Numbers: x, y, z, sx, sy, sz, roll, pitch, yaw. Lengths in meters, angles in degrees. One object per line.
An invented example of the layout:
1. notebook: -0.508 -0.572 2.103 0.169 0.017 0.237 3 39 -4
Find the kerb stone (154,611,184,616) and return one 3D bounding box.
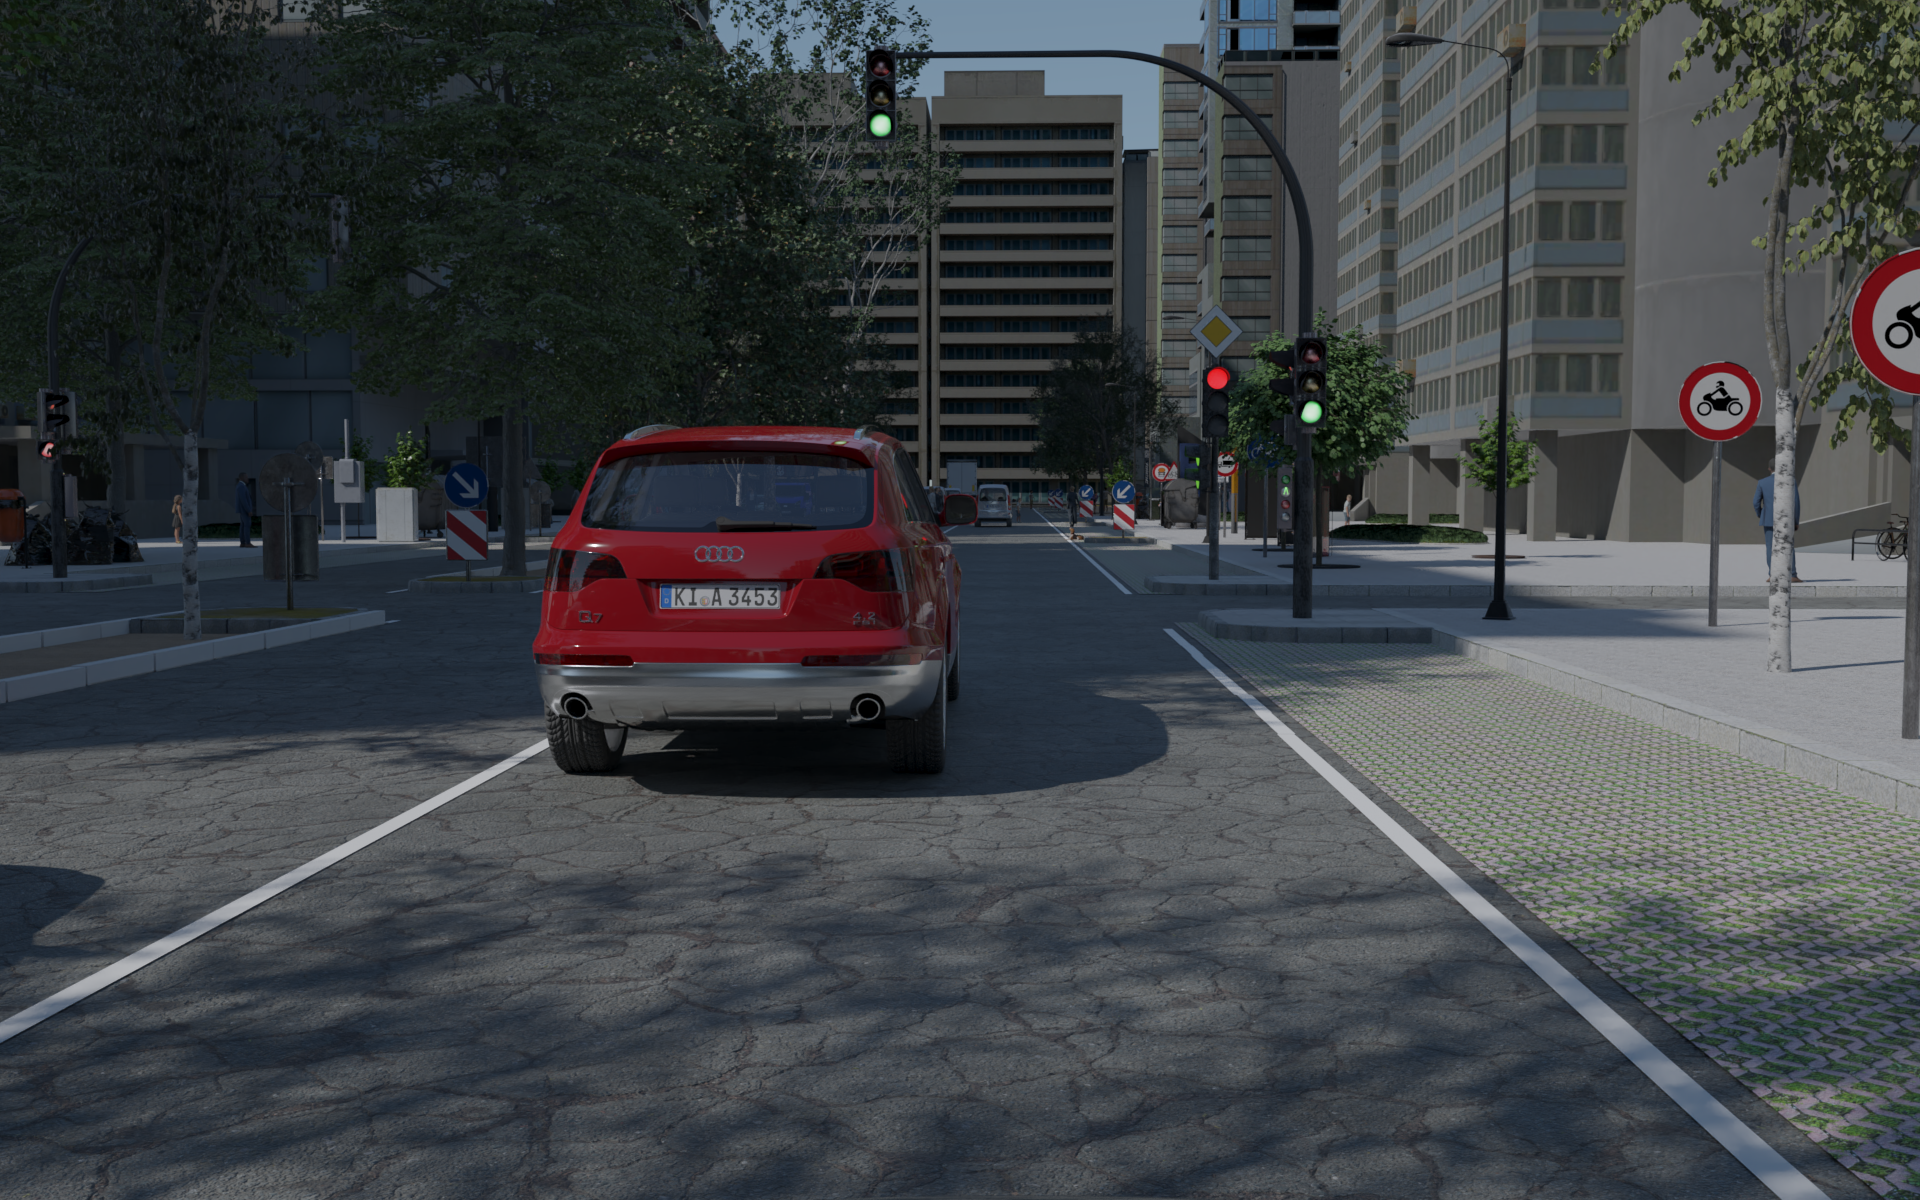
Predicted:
1. kerb stone: -8.501 0.216 18.668 0.120 0.150 1.000 0 4 2

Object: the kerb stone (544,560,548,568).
1. kerb stone: -8.013 -0.693 33.534 0.120 0.150 1.000 0 4 2

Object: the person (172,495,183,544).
1. person: -20.150 -2.080 44.724 0.373 1.253 0.362 -2 4 -32

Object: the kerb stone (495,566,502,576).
1. kerb stone: -8.112 -0.506 30.461 0.120 0.150 1.000 0 4 2

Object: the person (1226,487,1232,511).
1. person: 16.282 -6.005 104.897 0.621 1.740 0.551 2 4 24

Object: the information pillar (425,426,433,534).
1. information pillar: -17.181 -3.953 55.979 0.183 3.616 0.504 0 4 -8

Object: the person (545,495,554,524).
1. person: -17.530 -3.887 73.873 0.475 1.303 0.640 1 4 10

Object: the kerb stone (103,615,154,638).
1. kerb stone: -8.539 0.279 17.635 0.120 0.150 1.000 0 4 2

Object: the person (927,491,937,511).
1. person: -1.237 -4.095 76.207 0.466 1.731 0.760 0 4 5

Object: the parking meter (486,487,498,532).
1. parking meter: -15.954 -3.099 59.082 0.372 1.533 0.369 0 3 0

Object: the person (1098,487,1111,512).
1. person: 10.667 -7.407 127.152 1.348 1.824 0.705 -1 4 -23

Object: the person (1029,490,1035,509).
1. person: 6.794 -9.523 164.205 0.705 1.824 1.348 1 4 22

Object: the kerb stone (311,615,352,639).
1. kerb stone: -6.439 0.284 17.556 0.120 0.150 1.000 0 4 2

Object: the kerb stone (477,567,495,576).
1. kerb stone: -8.153 -0.443 29.439 0.120 0.150 1.000 0 4 2

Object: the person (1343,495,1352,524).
1. person: 13.902 -3.138 62.041 0.332 1.250 0.352 -2 4 -28

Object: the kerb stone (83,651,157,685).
1. kerb stone: -6.571 0.536 13.456 0.120 0.150 1.000 0 4 2

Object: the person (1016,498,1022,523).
1. person: 2.941 -4.466 86.199 0.332 1.250 0.352 -2 4 -32

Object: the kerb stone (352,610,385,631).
1. kerb stone: -6.409 0.221 18.581 0.120 0.150 1.000 0 4 2

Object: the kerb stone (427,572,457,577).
1. kerb stone: -8.218 -0.318 27.396 0.120 0.150 1.000 0 4 2

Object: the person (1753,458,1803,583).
1. person: 11.837 -1.149 25.016 0.721 1.800 0.419 1 4 18

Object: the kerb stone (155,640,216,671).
1. kerb stone: -6.532 0.472 14.477 0.120 0.150 1.000 0 4 2

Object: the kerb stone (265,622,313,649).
1. kerb stone: -6.465 0.347 16.528 0.120 0.150 1.000 0 4 2

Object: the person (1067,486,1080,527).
1. person: 4.917 -4.059 75.288 0.576 1.772 0.534 -1 4 -20

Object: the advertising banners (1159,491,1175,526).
1. advertising banners: 8.893 -4.460 69.115 2.074 3.025 0.090 -1 4 -19

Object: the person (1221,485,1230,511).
1. person: 15.130 -5.659 98.910 0.623 1.781 0.721 2 4 27

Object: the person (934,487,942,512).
1. person: -1.192 -4.642 84.811 0.534 1.772 0.576 1 4 18

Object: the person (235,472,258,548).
1. person: -17.155 -2.159 41.518 0.419 1.800 0.721 -3 4 -36

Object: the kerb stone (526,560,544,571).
1. kerb stone: -8.045 -0.631 32.509 0.120 0.150 1.000 0 4 2

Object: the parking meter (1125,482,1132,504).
1. parking meter: 7.269 -4.259 75.337 0.399 1.863 0.255 -2 4 -27

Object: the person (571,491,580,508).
1. person: -21.805 -5.671 98.885 0.709 1.813 0.853 -3 4 -36

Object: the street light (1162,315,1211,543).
1. street light: 5.949 -4.439 45.118 1.470 5.913 1.316 0 4 2

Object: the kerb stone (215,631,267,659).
1. kerb stone: -6.505 0.410 15.500 0.120 0.150 1.000 0 4 2

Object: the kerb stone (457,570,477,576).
1. kerb stone: -8.182 -0.381 28.417 0.120 0.150 1.000 0 4 2

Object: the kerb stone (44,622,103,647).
1. kerb stone: -8.567 0.341 16.613 0.120 0.150 1.000 0 4 2

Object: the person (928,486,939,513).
1. person: -1.223 -4.062 75.260 0.624 1.780 0.694 2 4 34

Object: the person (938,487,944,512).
1. person: -1.119 -5.176 93.231 0.767 1.812 0.694 3 5 45

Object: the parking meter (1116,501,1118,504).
1. parking meter: 9.144 -5.552 99.189 0.372 1.533 0.369 0 3 0

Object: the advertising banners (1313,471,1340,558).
1. advertising banners: 7.447 -2.397 35.377 0.090 3.025 2.074 2 4 31

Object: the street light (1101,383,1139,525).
1. street light: 6.789 -6.123 72.658 1.470 5.913 1.316 0 4 2

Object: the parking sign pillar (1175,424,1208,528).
1. parking sign pillar: 9.006 -4.772 66.498 1.447 3.967 1.447 0 4 0

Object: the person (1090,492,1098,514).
1. person: 8.531 -6.147 109.778 0.421 1.427 0.697 -1 4 -17

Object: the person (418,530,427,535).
1. person: -16.827 -2.920 54.046 0.793 1.790 0.793 -3 4 -37

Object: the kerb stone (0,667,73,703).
1. kerb stone: -6.605 0.605 12.435 0.120 0.150 1.000 0 4 2

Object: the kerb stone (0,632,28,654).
1. kerb stone: -8.608 0.404 15.582 0.120 0.150 1.000 0 4 2
